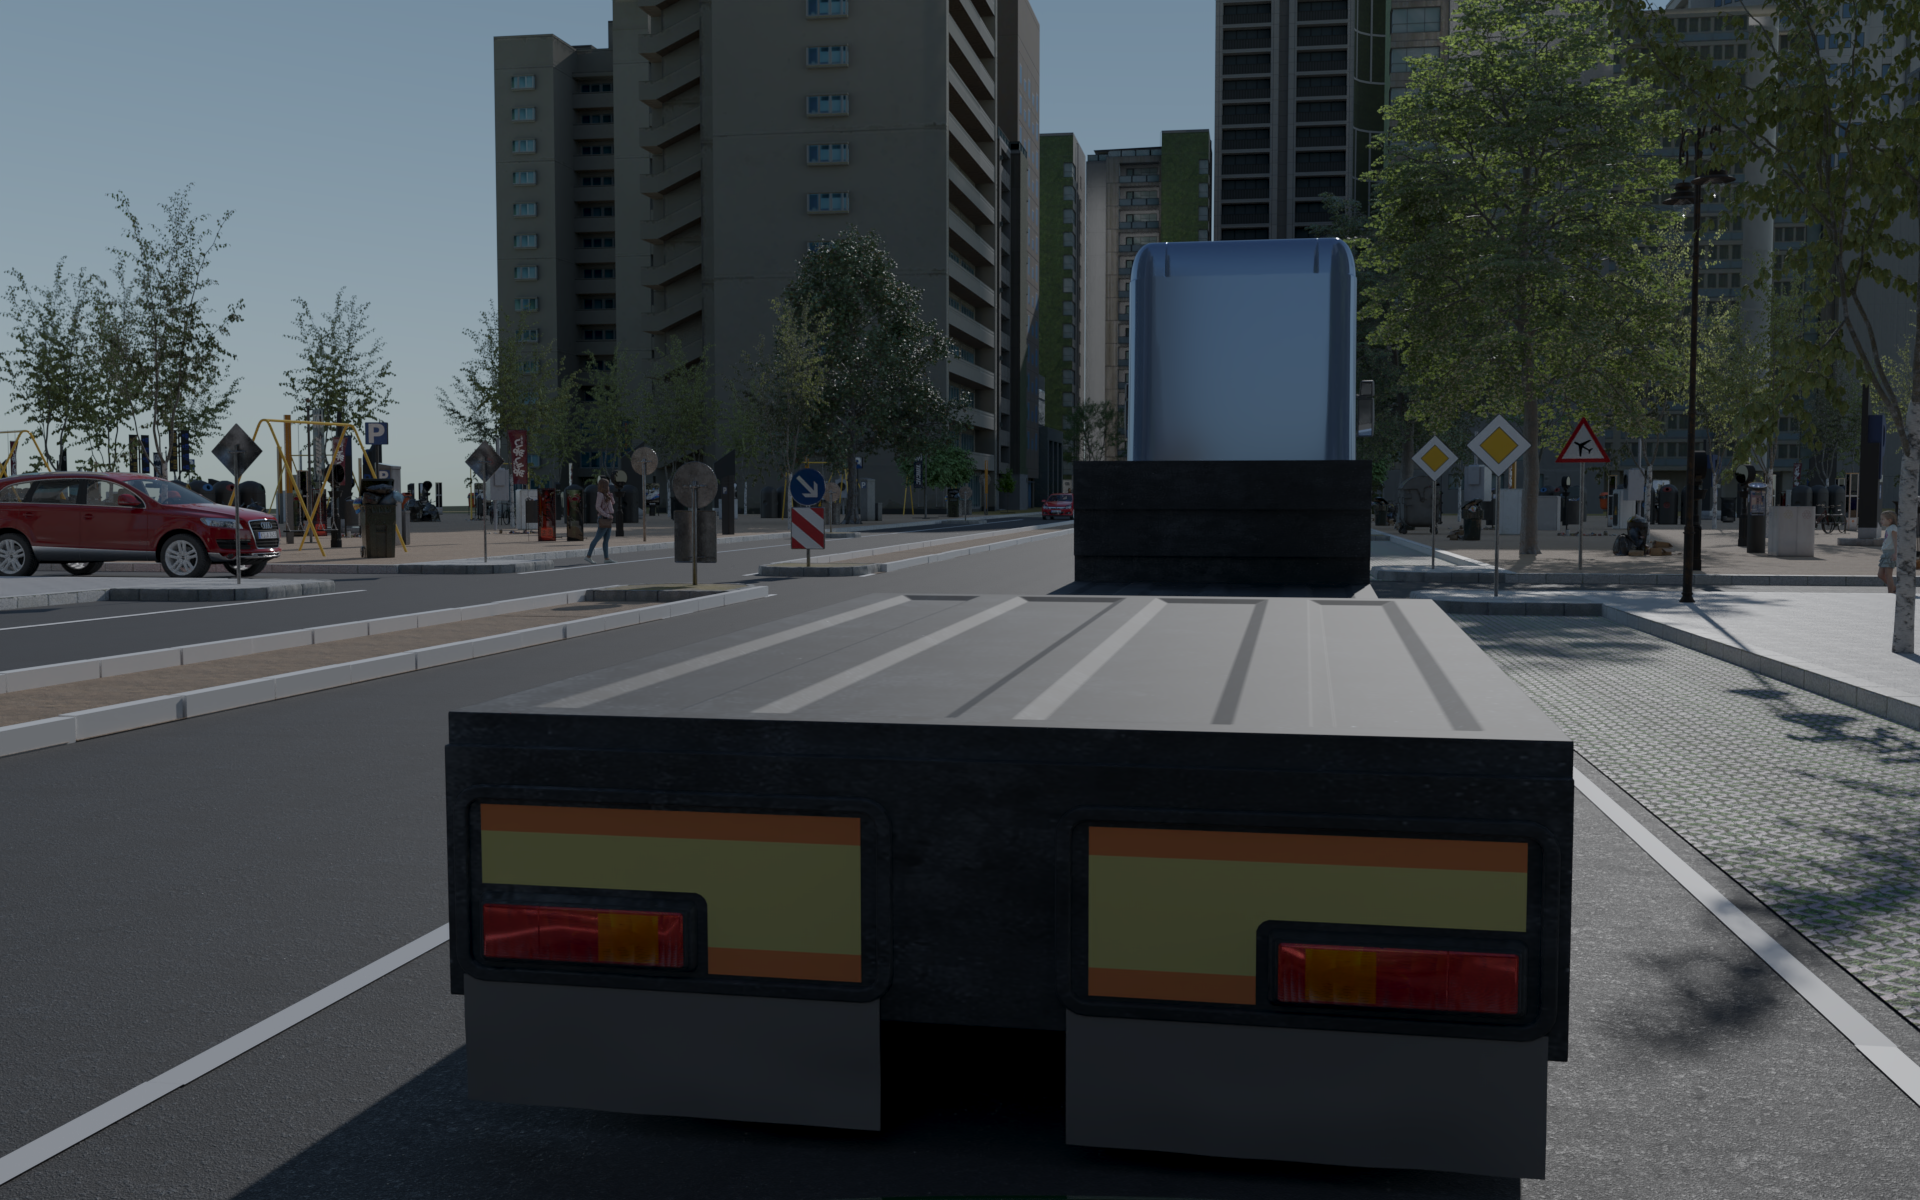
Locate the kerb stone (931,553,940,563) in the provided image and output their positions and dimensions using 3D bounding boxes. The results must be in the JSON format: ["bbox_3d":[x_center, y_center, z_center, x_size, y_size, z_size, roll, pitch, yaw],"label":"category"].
[{"bbox_3d":[-0.620,-0.864,36.328,0.120,0.150,1.000,1,4,10],"label":"kerb stone"}]

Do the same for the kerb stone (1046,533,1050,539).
[{"bbox_3d":[2.698,-2.039,55.533,0.120,0.150,1.000,1,4,10],"label":"kerb stone"}]

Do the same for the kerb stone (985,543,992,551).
[{"bbox_3d":[0.597,-1.292,43.407,0.120,0.150,1.000,1,4,10],"label":"kerb stone"}]

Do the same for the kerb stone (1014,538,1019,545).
[{"bbox_3d":[1.462,-1.606,48.451,0.120,0.150,1.000,1,4,10],"label":"kerb stone"}]

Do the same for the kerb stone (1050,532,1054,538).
[{"bbox_3d":[2.865,-2.101,56.542,0.120,0.150,1.000,1,4,10],"label":"kerb stone"}]

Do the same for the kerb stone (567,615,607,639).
[{"bbox_3d":[-3.855,0.281,17.599,0.120,0.150,1.000,1,4,10],"label":"kerb stone"}]

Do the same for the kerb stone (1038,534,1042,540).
[{"bbox_3d":[2.347,-1.913,53.519,0.120,0.150,1.000,1,4,10],"label":"kerb stone"}]

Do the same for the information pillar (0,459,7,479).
[{"bbox_3d":[-63.847,-7.604,115.688,0.183,3.616,0.504,2,4,24],"label":"information pillar"}]

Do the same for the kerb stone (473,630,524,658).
[{"bbox_3d":[-4.208,0.408,15.577,0.120,0.150,1.000,1,4,10],"label":"kerb stone"}]

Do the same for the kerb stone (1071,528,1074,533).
[{"bbox_3d":[3.917,-2.473,62.626,0.120,0.150,1.000,1,4,10],"label":"kerb stone"}]

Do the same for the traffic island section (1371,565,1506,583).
[{"bbox_3d":[8.105,-0.448,29.607,2.009,0.180,2.903,1,4,10],"label":"traffic island section"}]

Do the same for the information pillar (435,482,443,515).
[{"bbox_3d":[-32.435,-6.319,107.807,0.304,2.012,0.304,2,4,28],"label":"information pillar"}]

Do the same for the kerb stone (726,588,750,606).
[{"bbox_3d":[-2.985,-0.028,22.651,0.120,0.150,1.000,1,4,10],"label":"kerb stone"}]

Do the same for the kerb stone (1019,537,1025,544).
[{"bbox_3d":[1.648,-1.668,49.467,0.120,0.150,1.000,1,4,10],"label":"kerb stone"}]

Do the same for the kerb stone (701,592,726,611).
[{"bbox_3d":[-3.162,0.034,21.638,0.120,0.150,1.000,1,4,10],"label":"kerb stone"}]

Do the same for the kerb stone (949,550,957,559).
[{"bbox_3d":[-0.269,-0.988,38.347,0.120,0.150,1.000,1,4,10],"label":"kerb stone"}]

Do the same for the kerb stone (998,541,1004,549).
[{"bbox_3d":[0.951,-1.419,45.424,0.120,0.150,1.000,1,4,10],"label":"kerb stone"}]

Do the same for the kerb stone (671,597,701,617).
[{"bbox_3d":[-3.334,0.096,20.631,0.120,0.150,1.000,1,4,10],"label":"kerb stone"}]

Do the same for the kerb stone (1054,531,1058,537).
[{"bbox_3d":[3.040,-2.163,57.560,0.120,0.150,1.000,1,4,10],"label":"kerb stone"}]

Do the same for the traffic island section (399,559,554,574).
[{"bbox_3d":[-8.934,-0.628,32.543,2.009,0.180,2.903,1,4,10],"label":"traffic island section"}]

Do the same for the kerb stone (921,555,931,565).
[{"bbox_3d":[-0.802,-0.803,35.322,0.120,0.150,1.000,1,4,10],"label":"kerb stone"}]

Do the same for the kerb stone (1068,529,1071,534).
[{"bbox_3d":[3.736,-2.410,61.603,0.120,0.150,1.000,1,4,10],"label":"kerb stone"}]

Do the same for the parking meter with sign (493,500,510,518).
[{"bbox_3d":[-24.395,-5.861,92.082,0.543,3.016,1.738,-3,5,-45],"label":"parking meter with sign"}]

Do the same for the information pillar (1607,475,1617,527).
[{"bbox_3d":[25.351,-3.843,67.320,0.304,2.012,0.304,2,4,26],"label":"information pillar"}]

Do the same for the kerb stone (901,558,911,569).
[{"bbox_3d":[-1.144,-0.676,33.295,0.120,0.150,1.000,1,4,10],"label":"kerb stone"}]

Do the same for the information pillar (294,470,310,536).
[{"bbox_3d":[-20.248,-2.993,53.426,0.304,2.012,0.304,-1,4,-12],"label":"information pillar"}]

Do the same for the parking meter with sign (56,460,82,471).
[{"bbox_3d":[-45.811,-5.723,89.840,1.738,3.016,0.543,-1,4,-17],"label":"parking meter with sign"}]

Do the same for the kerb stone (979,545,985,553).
[{"bbox_3d":[0.424,-1.236,42.400,0.120,0.150,1.000,1,4,10],"label":"kerb stone"}]

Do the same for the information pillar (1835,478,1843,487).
[{"bbox_3d":[40.820,-4.642,80.385,0.304,2.012,0.304,0,4,0],"label":"information pillar"}]

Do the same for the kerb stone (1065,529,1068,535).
[{"bbox_3d":[3.570,-2.340,60.595,0.120,0.150,1.000,1,4,10],"label":"kerb stone"}]

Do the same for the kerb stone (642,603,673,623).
[{"bbox_3d":[-3.508,0.158,19.624,0.120,0.150,1.000,1,4,10],"label":"kerb stone"}]

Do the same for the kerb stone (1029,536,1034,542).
[{"bbox_3d":[1.991,-1.789,51.495,0.120,0.150,1.000,1,4,10],"label":"kerb stone"}]

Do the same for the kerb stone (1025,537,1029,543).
[{"bbox_3d":[1.819,-1.730,50.488,0.120,0.150,1.000,1,4,10],"label":"kerb stone"}]

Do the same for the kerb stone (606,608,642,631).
[{"bbox_3d":[-3.683,0.219,18.613,0.120,0.150,1.000,1,4,10],"label":"kerb stone"}]

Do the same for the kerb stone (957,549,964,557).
[{"bbox_3d":[-0.107,-1.050,39.365,0.120,0.150,1.000,1,4,10],"label":"kerb stone"}]

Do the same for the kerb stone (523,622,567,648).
[{"bbox_3d":[-4.043,0.343,16.586,0.120,0.150,1.000,1,4,10],"label":"kerb stone"}]

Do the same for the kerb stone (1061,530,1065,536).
[{"bbox_3d":[3.400,-2.287,59.586,0.120,0.150,1.000,1,4,10],"label":"kerb stone"}]

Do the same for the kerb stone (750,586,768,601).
[{"bbox_3d":[-2.817,-0.088,23.659,0.120,0.150,1.000,1,4,10],"label":"kerb stone"}]

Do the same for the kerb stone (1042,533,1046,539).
[{"bbox_3d":[2.519,-1.976,54.527,0.120,0.150,1.000,1,4,10],"label":"kerb stone"}]

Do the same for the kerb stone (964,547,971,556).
[{"bbox_3d":[0.068,-1.107,40.375,0.120,0.150,1.000,1,4,10],"label":"kerb stone"}]

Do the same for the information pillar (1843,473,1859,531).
[{"bbox_3d":[31.103,-3.421,60.424,0.304,2.012,0.304,0,4,-2],"label":"information pillar"}]

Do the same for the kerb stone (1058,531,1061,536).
[{"bbox_3d":[3.222,-2.223,58.580,0.120,0.150,1.000,1,4,10],"label":"kerb stone"}]

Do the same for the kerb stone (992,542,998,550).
[{"bbox_3d":[0.782,-1.359,44.416,0.120,0.150,1.000,1,4,10],"label":"kerb stone"}]

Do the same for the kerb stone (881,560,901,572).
[{"bbox_3d":[-1.315,-0.617,32.287,0.120,0.150,1.000,1,4,10],"label":"kerb stone"}]

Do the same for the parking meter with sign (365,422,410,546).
[{"bbox_3d":[-14.103,-2.848,42.825,0.543,3.016,1.738,0,4,1],"label":"parking meter with sign"}]

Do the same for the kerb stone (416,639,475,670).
[{"bbox_3d":[-4.380,0.466,14.569,0.120,0.150,1.000,1,4,10],"label":"kerb stone"}]

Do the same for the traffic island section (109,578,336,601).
[{"bbox_3d":[-10.293,-0.146,24.674,2.009,0.180,2.903,1,4,10],"label":"traffic island section"}]

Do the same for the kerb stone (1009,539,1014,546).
[{"bbox_3d":[1.294,-1.544,47.442,0.120,0.150,1.000,1,4,10],"label":"kerb stone"}]

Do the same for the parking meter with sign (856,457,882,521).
[{"bbox_3d":[-4.345,-5.243,81.988,0.543,3.016,1.738,2,4,33],"label":"parking meter with sign"}]

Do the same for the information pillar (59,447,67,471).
[{"bbox_3d":[-44.757,-5.820,86.507,0.183,3.616,0.504,1,4,12],"label":"information pillar"}]

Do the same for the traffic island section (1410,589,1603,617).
[{"bbox_3d":[6.746,0.033,21.738,2.009,0.180,2.903,1,4,10],"label":"traffic island section"}]

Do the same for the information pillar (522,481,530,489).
[{"bbox_3d":[-22.661,-5.263,90.534,0.304,2.012,0.304,1,4,20],"label":"information pillar"}]

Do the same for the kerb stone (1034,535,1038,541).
[{"bbox_3d":[2.173,-1.854,52.506,0.120,0.150,1.000,1,4,10],"label":"kerb stone"}]

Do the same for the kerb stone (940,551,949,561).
[{"bbox_3d":[-0.441,-0.918,37.339,0.120,0.150,1.000,1,4,10],"label":"kerb stone"}]

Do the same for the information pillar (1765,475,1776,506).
[{"bbox_3d":[30.717,-3.744,65.703,0.304,2.012,0.304,3,5,44],"label":"information pillar"}]

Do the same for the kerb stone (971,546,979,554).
[{"bbox_3d":[0.254,-1.174,41.390,0.120,0.150,1.000,1,4,10],"label":"kerb stone"}]

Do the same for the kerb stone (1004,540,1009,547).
[{"bbox_3d":[1.120,-1.482,46.433,0.120,0.150,1.000,1,4,10],"label":"kerb stone"}]

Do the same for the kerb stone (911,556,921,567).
[{"bbox_3d":[-0.972,-0.741,34.314,0.120,0.150,1.000,1,4,10],"label":"kerb stone"}]

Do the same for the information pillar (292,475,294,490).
[{"bbox_3d":[-25.129,-3.707,65.094,0.304,2.012,0.304,2,4,33],"label":"information pillar"}]
